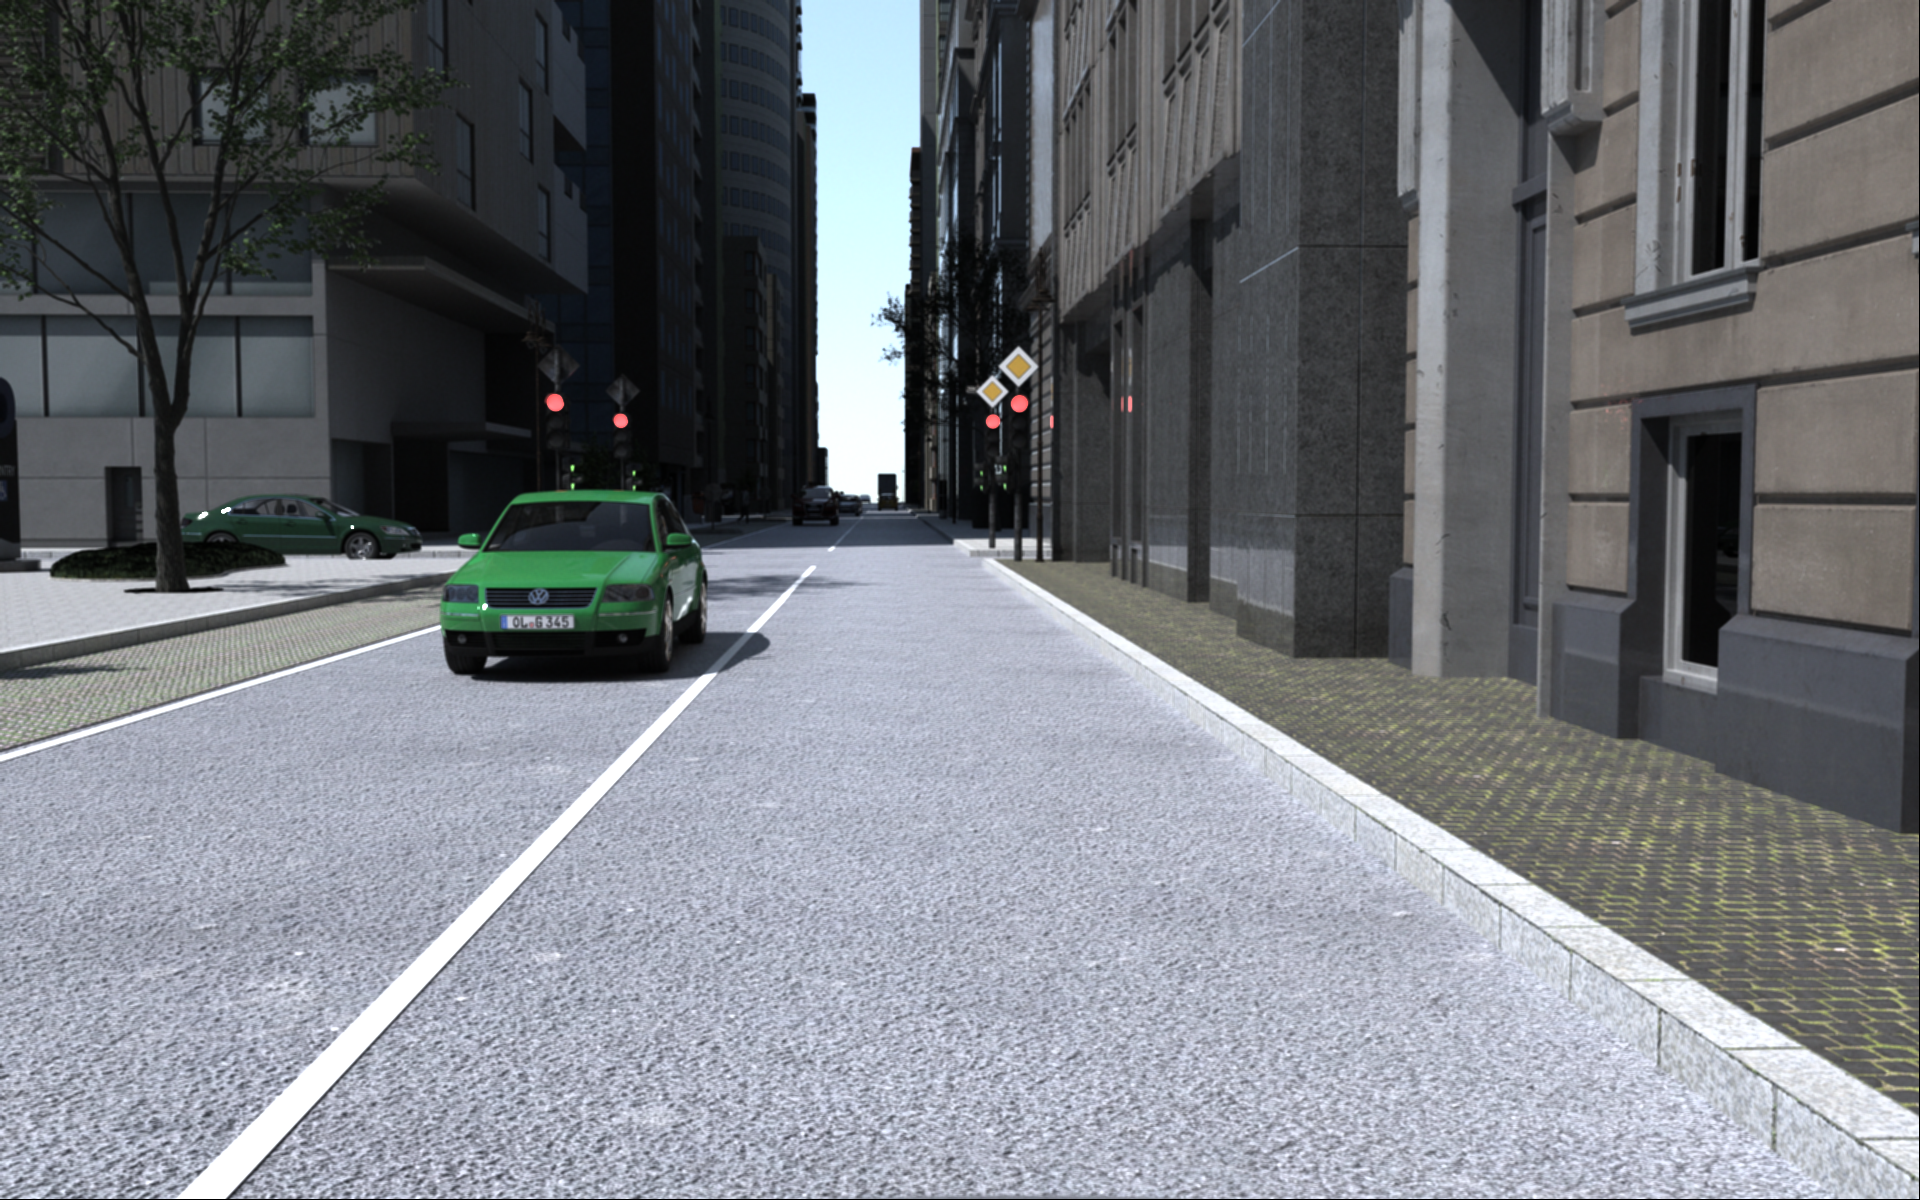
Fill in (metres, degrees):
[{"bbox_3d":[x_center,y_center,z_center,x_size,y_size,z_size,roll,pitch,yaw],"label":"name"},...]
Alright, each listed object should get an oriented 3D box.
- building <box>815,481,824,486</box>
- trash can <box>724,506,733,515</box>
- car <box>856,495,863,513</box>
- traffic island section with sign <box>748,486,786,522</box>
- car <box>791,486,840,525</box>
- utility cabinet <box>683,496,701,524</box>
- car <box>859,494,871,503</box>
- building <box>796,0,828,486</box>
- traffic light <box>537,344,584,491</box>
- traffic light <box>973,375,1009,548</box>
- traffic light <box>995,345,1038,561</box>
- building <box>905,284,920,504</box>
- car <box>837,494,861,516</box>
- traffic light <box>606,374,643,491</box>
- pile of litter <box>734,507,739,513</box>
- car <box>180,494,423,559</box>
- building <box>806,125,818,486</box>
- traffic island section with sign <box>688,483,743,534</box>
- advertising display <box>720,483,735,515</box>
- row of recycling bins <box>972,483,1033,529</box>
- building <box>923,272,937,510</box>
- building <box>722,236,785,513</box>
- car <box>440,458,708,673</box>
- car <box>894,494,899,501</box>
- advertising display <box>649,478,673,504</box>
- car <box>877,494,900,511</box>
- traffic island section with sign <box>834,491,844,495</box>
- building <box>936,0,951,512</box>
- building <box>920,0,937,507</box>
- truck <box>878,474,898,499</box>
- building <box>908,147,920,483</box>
[{"bbox_3d":[-34.076,-32.560,224.244,32.217,40.220,23.993,0,4,-2],"label":"building"},{"bbox_3d":[-14.349,-5.866,107.569,0.748,1.137,0.748,0,3,0],"label":"trash can"},{"bbox_3d":[-8.333,-7.216,130.343,2.083,1.381,4.827,0,4,-1],"label":"car"},{"bbox_3d":[-10.028,-4.950,89.561,1.989,1.847,2.006,0,4,-2],"label":"traffic island section with sign"},{"bbox_3d":[-6.713,-4.412,80.807,2.281,1.827,5.304,0,4,-2],"label":"car"},{"bbox_3d":[-11.692,-3.952,75.775,0.306,1.237,1.020,2,4,25],"label":"utility cabinet"},{"bbox_3d":[-14.918,-15.827,271.138,2.083,1.381,4.827,0,4,-3],"label":"car"},{"bbox_3d":[-30.322,-57.398,251.132,22.319,86.520,31.000,0,4,-2],"label":"building"},{"bbox_3d":[-7.514,-2.667,32.522,0.839,4.253,0.868,0,4,-2],"label":"traffic light"},{"bbox_3d":[0.743,-3.178,40.887,0.839,4.253,0.868,0,4,-2],"label":"traffic light"},{"bbox_3d":[1.088,-2.690,32.909,0.839,4.253,0.868,0,4,-2],"label":"traffic light"},{"bbox_3d":[-0.597,-28.522,238.036,14.160,30.474,14.107,0,4,-2],"label":"building"},{"bbox_3d":[-7.497,-6.251,114.211,2.014,1.417,4.499,0,4,-2],"label":"car"},{"bbox_3d":[-7.860,-3.155,40.500,0.839,4.253,0.868,0,4,-2],"label":"traffic light"},{"bbox_3d":[-15.317,-6.131,114.212,1.719,0.858,1.176,-2,4,-24],"label":"pile of litter"},{"bbox_3d":[-13.883,-1.515,36.563,4.920,1.459,2.131,0,4,-4],"label":"car"},{"bbox_3d":[-24.283,-33.965,205.432,14.600,45.320,14.200,0,4,-2],"label":"building"},{"bbox_3d":[-8.849,-3.279,62.239,1.989,1.847,2.006,0,4,-2],"label":"traffic island section with sign"},{"bbox_3d":[-13.955,-6.037,103.916,0.974,1.923,0.123,2,4,28],"label":"advertising display"},{"bbox_3d":[2.186,-3.510,64.497,3.534,1.692,1.069,1,4,10],"label":"row of recycling bins"},{"bbox_3d":[10.953,-18.643,149.859,27.650,21.520,28.899,0,4,-2],"label":"building"},{"bbox_3d":[-27.943,-17.432,130.047,27.650,21.520,28.899,0,4,-2],"label":"building"},{"bbox_3d":[-3.282,-0.397,15.280,1.959,1.807,4.718,0,4,-3],"label":"car"},{"bbox_3d":[-8.715,-12.523,216.553,2.131,1.459,4.920,0,4,-1],"label":"car"},{"bbox_3d":[-11.730,-3.835,67.923,0.974,1.923,0.123,1,4,13],"label":"advertising display"},{"bbox_3d":[-6.273,-8.611,151.009,2.015,1.641,3.980,0,4,-1],"label":"car"},{"bbox_3d":[-16.977,-14.763,249.998,1.989,1.847,2.006,0,4,-2],"label":"traffic island section with sign"},{"bbox_3d":[5.248,-27.106,126.773,14.154,41.232,14.086,0,4,-2],"label":"building"},{"bbox_3d":[6.396,-38.870,177.522,21.231,58.520,28.212,0,4,-2],"label":"building"},{"bbox_3d":[-10.210,-15.600,243.972,2.839,4.237,11.283,0,4,-1],"label":"truck"},{"bbox_3d":[4.740,-34.332,215.952,22.147,44.769,28.867,0,4,-2],"label":"building"}]
